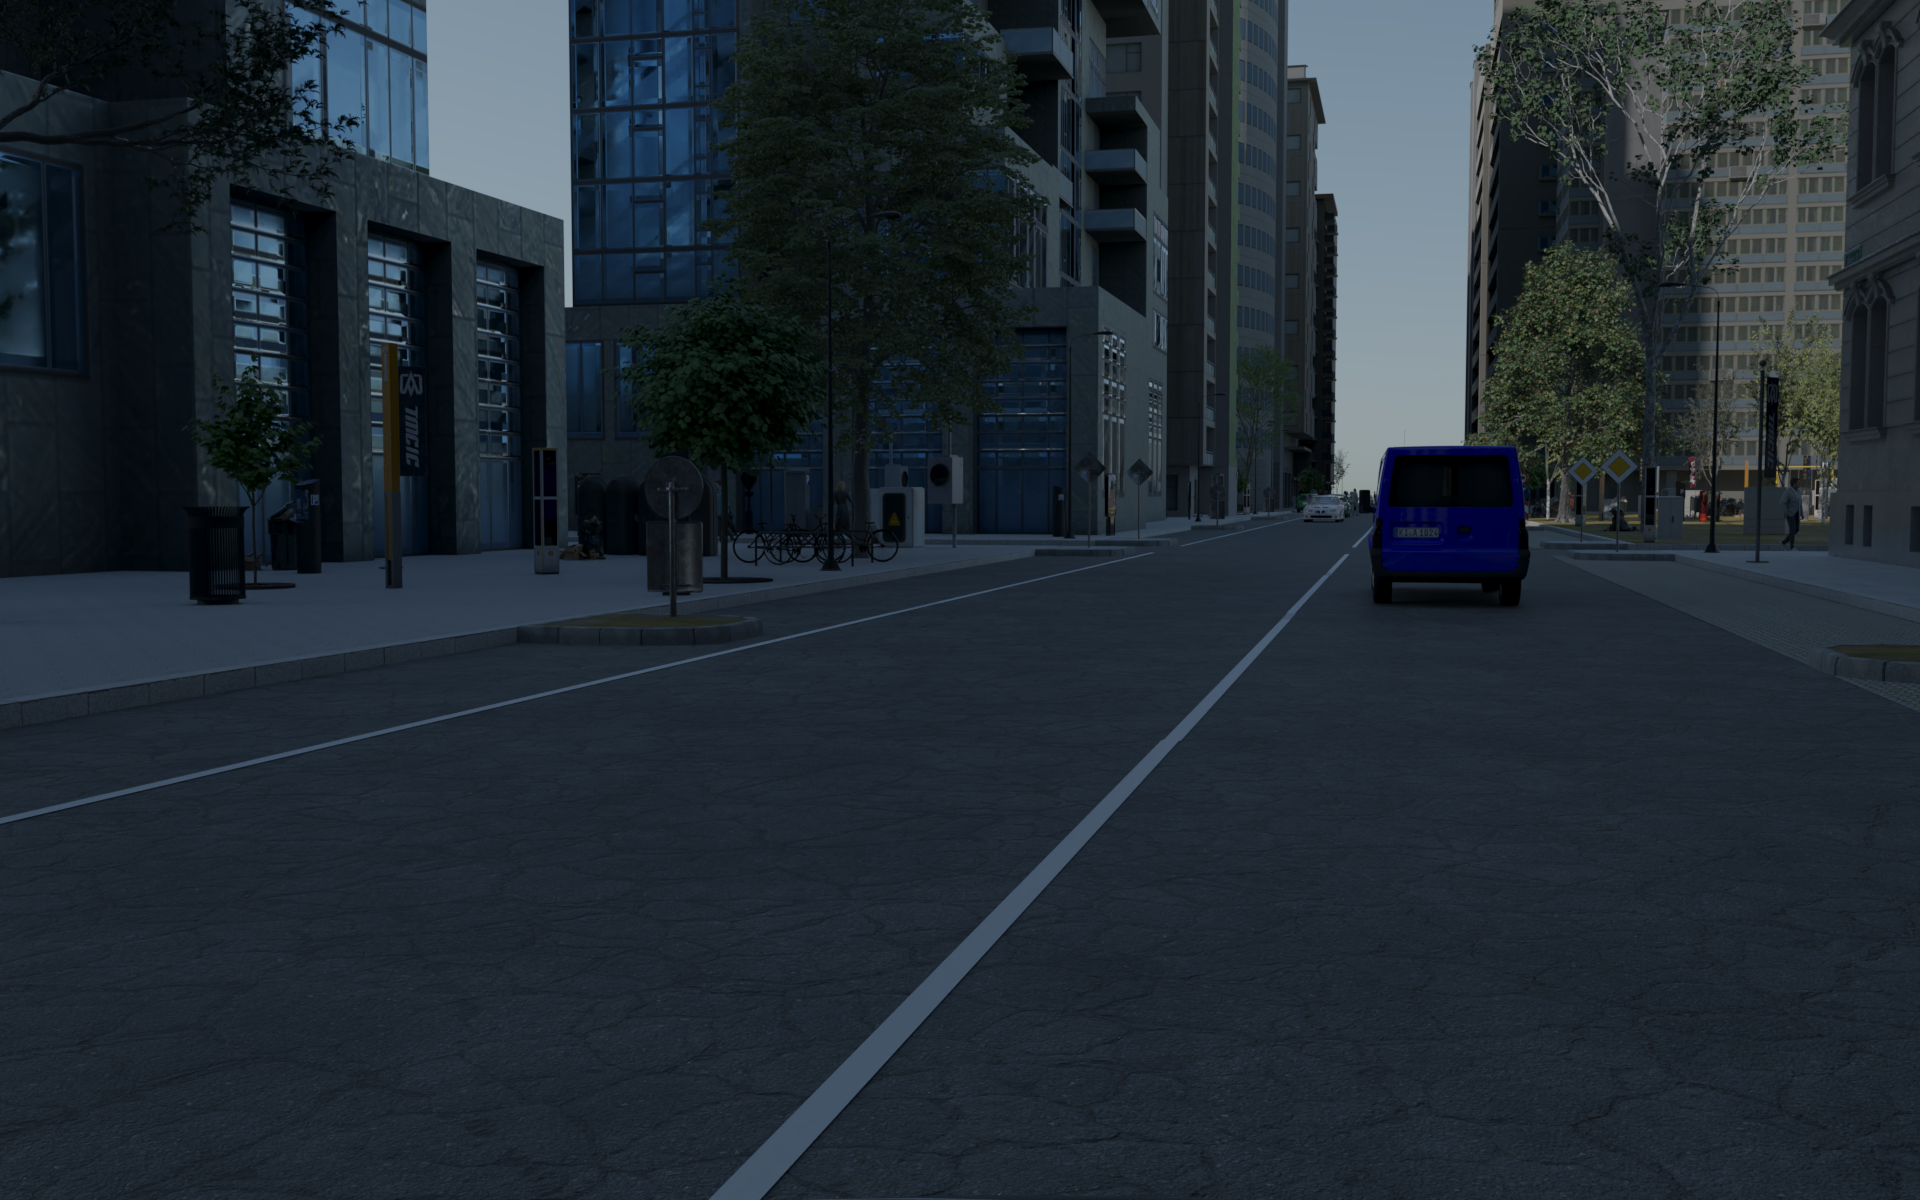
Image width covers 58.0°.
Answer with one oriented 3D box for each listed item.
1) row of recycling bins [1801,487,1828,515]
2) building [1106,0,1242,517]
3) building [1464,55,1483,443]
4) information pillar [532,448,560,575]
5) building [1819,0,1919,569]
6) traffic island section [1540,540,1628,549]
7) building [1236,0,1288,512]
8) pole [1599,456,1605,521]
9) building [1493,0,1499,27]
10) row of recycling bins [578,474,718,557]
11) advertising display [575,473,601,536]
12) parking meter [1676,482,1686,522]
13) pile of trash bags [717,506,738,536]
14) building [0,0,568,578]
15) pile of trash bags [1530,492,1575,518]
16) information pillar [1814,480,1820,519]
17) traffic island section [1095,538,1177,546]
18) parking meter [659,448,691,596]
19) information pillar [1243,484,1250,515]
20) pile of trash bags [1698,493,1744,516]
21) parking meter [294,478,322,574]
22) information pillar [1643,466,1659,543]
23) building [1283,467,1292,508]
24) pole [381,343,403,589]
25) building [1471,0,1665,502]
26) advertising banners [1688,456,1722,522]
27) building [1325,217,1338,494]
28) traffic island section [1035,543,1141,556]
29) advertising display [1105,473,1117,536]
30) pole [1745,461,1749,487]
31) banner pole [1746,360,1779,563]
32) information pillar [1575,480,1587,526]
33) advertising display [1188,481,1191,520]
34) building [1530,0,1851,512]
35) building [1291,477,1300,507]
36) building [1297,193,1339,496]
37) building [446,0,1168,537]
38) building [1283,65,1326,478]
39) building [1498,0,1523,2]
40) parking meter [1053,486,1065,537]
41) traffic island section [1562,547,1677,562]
[{"bbox_3d":[52.406,-5.943,104.288,3.534,1.692,1.069,2,4,28],"label":"row of recycling bins"},{"bbox_3d":[8.319,-25.413,99.102,14.154,41.232,14.086,1,4,14],"label":"building"},{"bbox_3d":[78.782,-42.187,231.762,21.231,58.520,28.212,1,4,14],"label":"building"},{"bbox_3d":[-6.610,-1.417,27.656,0.304,2.012,0.304,-3,5,-40],"label":"information pillar"},{"bbox_3d":[21.343,-14.404,22.896,14.401,28.519,23.554,1,4,14],"label":"building"},{"bbox_3d":[16.557,-1.456,46.090,2.009,0.180,2.903,1,4,14],"label":"traffic island section"},{"bbox_3d":[14.386,-36.434,137.694,21.231,58.520,28.212,1,4,14],"label":"building"},{"bbox_3d":[30.493,-5.408,82.269,0.158,3.312,0.155,0,3,0],"label":"pole"},{"bbox_3d":[72.417,-47.070,207.850,20.563,71.187,20.611,1,4,14],"label":"building"},{"bbox_3d":[-6.602,-1.792,36.404,3.534,1.692,1.069,2,4,29],"label":"row of recycling bins"},{"bbox_3d":[-11.440,-2.943,53.330,0.123,1.923,0.974,3,4,37],"label":"advertising display"},{"bbox_3d":[33.550,-4.585,80.673,0.399,1.863,0.255,-1,4,-13],"label":"parking meter"},{"bbox_3d":[-8.497,-2.672,53.447,3.447,1.369,1.912,2,4,34],"label":"pile of trash bags"},{"bbox_3d":[-27.081,-43.966,31.513,31.000,86.520,22.319,1,4,14],"label":"building"},{"bbox_3d":[32.487,-5.161,94.136,1.912,1.369,3.447,3,5,43],"label":"pile of trash bags"},{"bbox_3d":[44.278,-5.192,89.383,0.304,2.012,0.304,2,4,27],"label":"information pillar"},{"bbox_3d":[5.038,-1.636,49.037,2.009,0.180,2.903,1,4,14],"label":"traffic island section"},{"bbox_3d":[-3.623,-0.993,21.939,0.399,1.863,0.255,0,4,-5],"label":"parking meter"},{"bbox_3d":[17.968,-6.365,108.560,0.304,2.012,0.304,-3,4,-38],"label":"information pillar"},{"bbox_3d":[43.931,-5.530,100.175,3.447,1.369,1.912,-2,4,-29],"label":"pile of trash bags"},{"bbox_3d":[-10.520,-1.195,27.954,0.372,1.533,0.369,0,3,0],"label":"parking meter"},{"bbox_3d":[18.356,-2.538,45.981,0.304,2.012,0.304,2,4,33],"label":"information pillar"},{"bbox_3d":[20.502,-44.198,160.896,20.563,71.187,20.611,1,4,14],"label":"building"},{"bbox_3d":[-7.700,-1.812,23.466,0.158,3.312,0.155,0,3,0],"label":"pole"},{"bbox_3d":[64.027,-33.853,177.206,21.300,48.544,21.600,1,4,14],"label":"building"},{"bbox_3d":[34.175,-5.096,79.509,0.090,3.025,2.074,-1,4,-21],"label":"advertising banners"},{"bbox_3d":[50.776,-37.775,267.739,14.600,45.320,14.200,1,4,14],"label":"building"},{"bbox_3d":[3.054,-1.163,41.302,2.009,0.180,2.903,1,4,14],"label":"traffic island section"},{"bbox_3d":[4.642,-2.944,53.353,0.123,1.923,0.974,1,4,20],"label":"advertising display"},{"bbox_3d":[48.130,-6.860,106.006,0.158,3.312,0.155,0,3,0],"label":"pole"},{"bbox_3d":[15.143,-2.600,32.525,0.863,3.779,0.401,-3,4,-38],"label":"banner pole"},{"bbox_3d":[24.764,-3.950,69.081,0.304,2.012,0.304,-3,4,-38],"label":"information pillar"},{"bbox_3d":[11.496,-4.990,86.793,0.123,1.923,0.974,0,4,5],"label":"advertising display"},{"bbox_3d":[58.549,-26.867,131.158,32.217,40.220,23.993,1,4,14],"label":"building"},{"bbox_3d":[19.852,-30.159,184.985,32.217,40.220,23.993,1,4,14],"label":"building"},{"bbox_3d":[42.332,-36.275,247.727,22.147,44.769,28.867,1,4,14],"label":"building"},{"bbox_3d":[-2.688,-46.262,69.063,22.319,86.520,31.000,1,4,14],"label":"building"},{"bbox_3d":[31.115,-38.609,220.494,28.713,52.752,27.495,1,4,14],"label":"building"},{"bbox_3d":[58.907,-32.520,155.411,21.300,48.544,21.600,1,4,14],"label":"building"},{"bbox_3d":[2.963,-2.655,51.820,0.372,1.533,0.369,0,3,0],"label":"parking meter"},{"bbox_3d":[14.573,-0.983,38.354,2.009,0.180,2.903,1,4,14],"label":"traffic island section"}]
